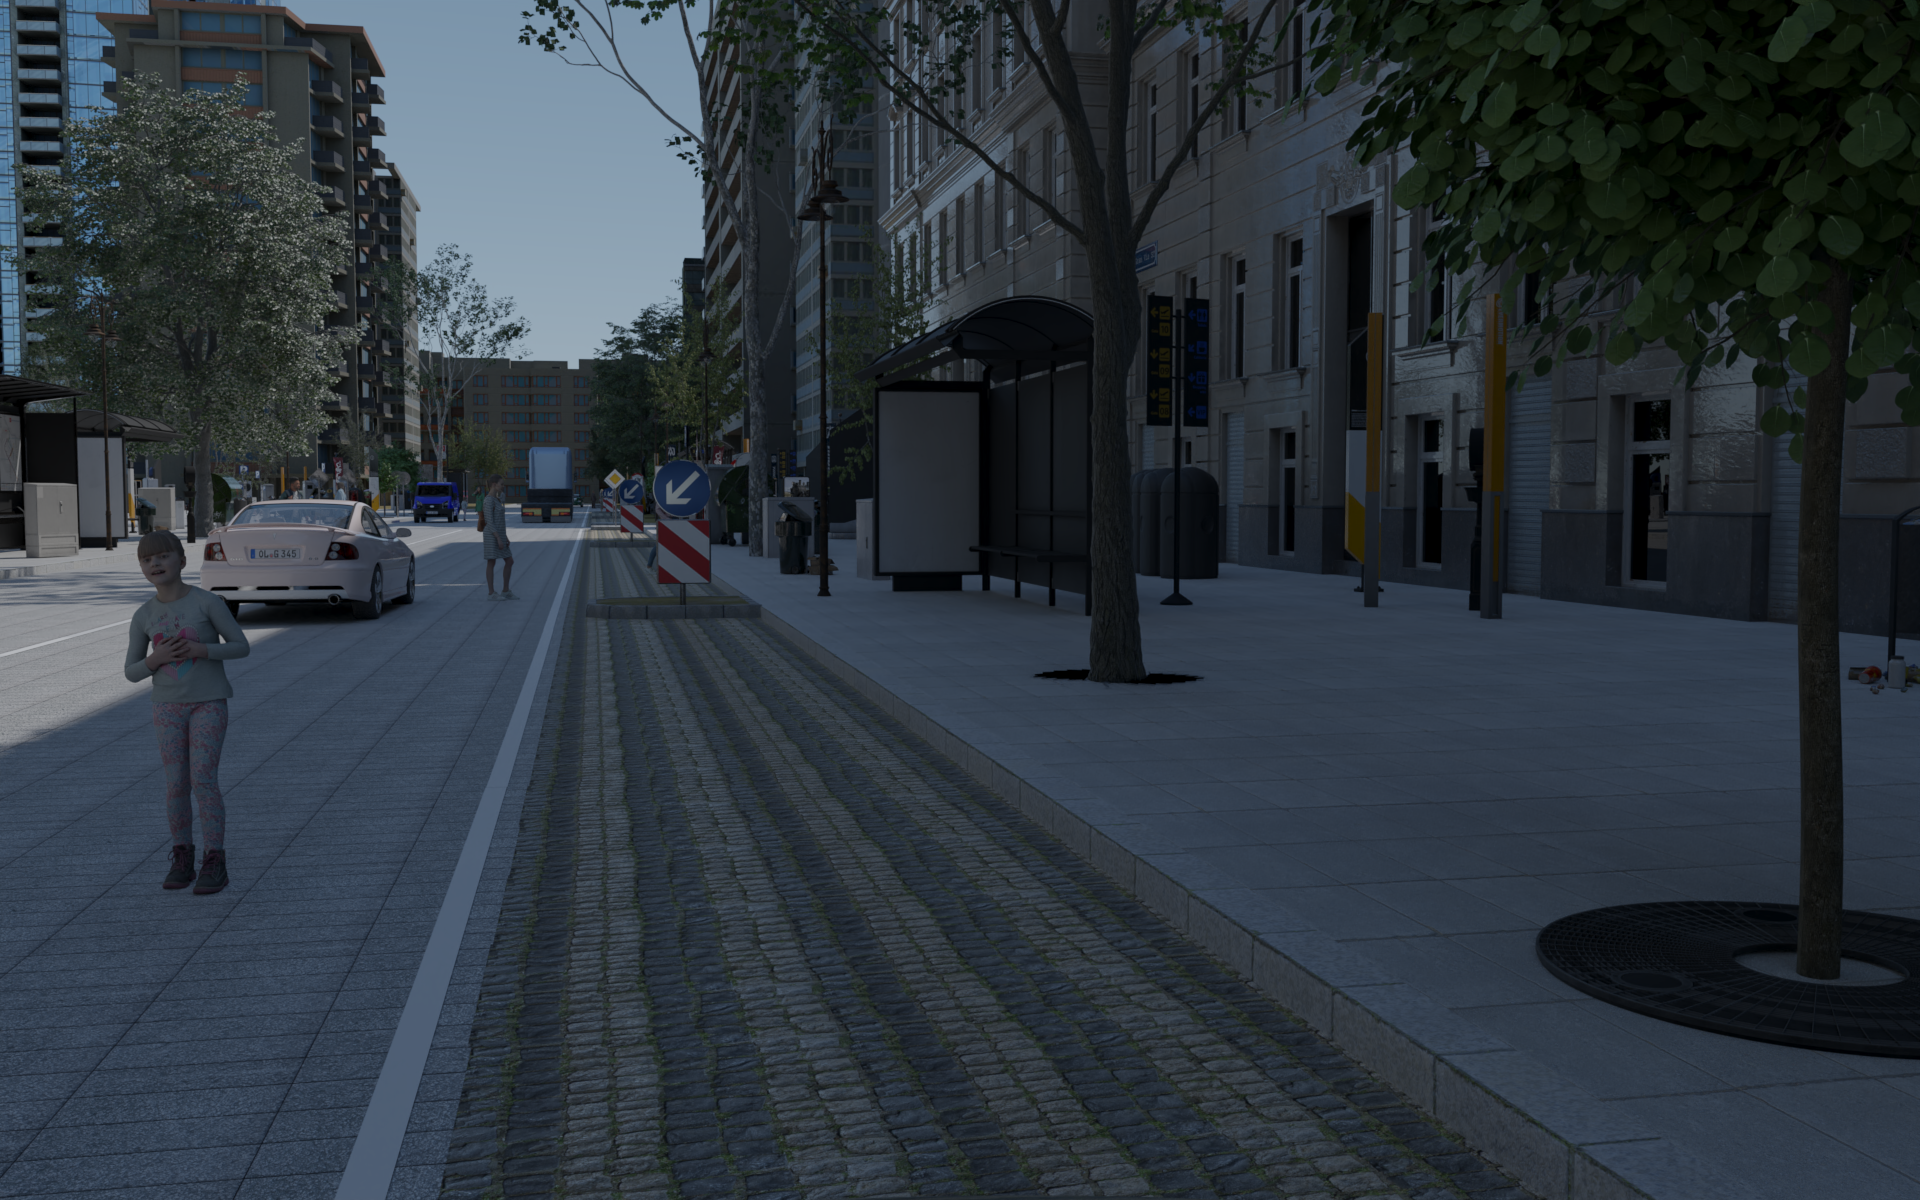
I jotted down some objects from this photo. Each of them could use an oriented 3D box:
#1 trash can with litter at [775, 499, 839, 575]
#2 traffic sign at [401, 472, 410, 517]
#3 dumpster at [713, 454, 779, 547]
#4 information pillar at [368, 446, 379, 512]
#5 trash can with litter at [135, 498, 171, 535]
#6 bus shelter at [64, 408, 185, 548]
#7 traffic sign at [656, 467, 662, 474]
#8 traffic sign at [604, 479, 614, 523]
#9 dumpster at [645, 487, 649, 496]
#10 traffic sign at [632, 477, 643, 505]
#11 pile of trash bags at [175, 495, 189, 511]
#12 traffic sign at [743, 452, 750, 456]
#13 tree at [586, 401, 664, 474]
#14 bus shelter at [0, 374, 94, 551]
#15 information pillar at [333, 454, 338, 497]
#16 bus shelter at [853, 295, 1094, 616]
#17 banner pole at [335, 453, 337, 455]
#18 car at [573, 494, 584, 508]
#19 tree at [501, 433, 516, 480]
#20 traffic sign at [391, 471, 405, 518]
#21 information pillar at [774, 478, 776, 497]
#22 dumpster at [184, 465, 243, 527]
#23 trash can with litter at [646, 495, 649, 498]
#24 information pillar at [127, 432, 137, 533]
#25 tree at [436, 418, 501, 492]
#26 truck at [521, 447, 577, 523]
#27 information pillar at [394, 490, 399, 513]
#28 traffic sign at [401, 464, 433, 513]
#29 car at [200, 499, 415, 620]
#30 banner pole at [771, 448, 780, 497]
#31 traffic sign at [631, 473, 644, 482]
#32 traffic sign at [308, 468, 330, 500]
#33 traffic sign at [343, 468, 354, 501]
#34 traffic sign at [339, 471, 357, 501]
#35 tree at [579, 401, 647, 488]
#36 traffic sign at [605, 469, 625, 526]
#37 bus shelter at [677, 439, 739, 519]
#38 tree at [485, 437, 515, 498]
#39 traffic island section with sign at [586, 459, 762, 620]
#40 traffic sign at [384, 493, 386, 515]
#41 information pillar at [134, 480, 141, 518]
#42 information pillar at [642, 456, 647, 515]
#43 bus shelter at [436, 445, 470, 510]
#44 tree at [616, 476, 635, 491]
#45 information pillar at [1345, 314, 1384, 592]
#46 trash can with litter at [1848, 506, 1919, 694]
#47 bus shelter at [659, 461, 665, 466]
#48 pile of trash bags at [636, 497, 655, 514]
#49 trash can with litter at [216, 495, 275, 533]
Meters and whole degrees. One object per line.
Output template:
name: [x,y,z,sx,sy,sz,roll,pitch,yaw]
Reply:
trash can with litter: [-2.433,-0.998,27.702,1.055,1.170,0.624,2,4,26]
traffic sign: [-31.571,-6.005,98.281,0.768,2.556,0.104,-1,4,-10]
dumpster: [-5.318,-2.477,42.987,1.502,2.255,1.985,-1,4,-12]
information pillar: [-28.730,-5.719,84.855,0.183,3.616,0.504,3,4,36]
trash can with litter: [-25.070,-2.597,53.852,1.055,1.170,0.624,0,4,6]
bus shelter: [-21.236,-3.045,43.715,2.014,3.302,5.546,-1,4,-12]
traffic sign: [-10.809,-3.737,63.227,0.606,2.300,0.079,-1,4,-10]
traffic sign: [-15.405,-4.482,76.915,0.795,2.450,0.064,-1,4,-12]
dumpster: [-25.723,-8.398,139.796,1.502,2.255,1.985,-1,4,-12]
traffic sign: [-18.507,-5.953,99.455,0.606,2.300,0.079,0,4,-7]
pile of trash bags: [-60.508,-7.693,135.531,1.912,1.369,3.447,2,4,23]
traffic sign: [-6.484,-3.235,53.005,0.768,2.556,0.104,0,4,-5]
tree: [-31.178,-14.132,165.466,7.601,10.594,8.767,2,4,30]
bus shelter: [-20.156,-2.786,36.830,1.731,3.624,6.357,-1,4,-12]
information pillar: [-36.061,-6.651,100.098,0.183,3.616,0.504,0,4,7]
bus shelter: [0.163,-1.617,20.369,2.014,3.302,5.546,-1,4,-12]
banner pole: [-37.750,-7.020,104.799,0.401,3.779,0.863,-1,4,-22]
car: [-41.335,-10.632,185.624,2.131,1.459,4.920,-1,4,-11]
tree: [-49.940,-14.109,181.038,4.737,8.622,4.395,0,3,0]
traffic sign: [-30.744,-5.783,94.650,0.768,2.556,0.104,-1,4,-9]
information pillar: [-8.797,-4.683,81.056,0.304,2.012,0.304,-3,4,-39]
dumpster: [-24.991,-3.394,57.978,1.502,2.255,1.985,-1,4,-12]
trash can with litter: [-24.079,-7.345,131.153,2.233,1.210,1.678,-3,5,-44]
information pillar: [-27.114,-3.993,56.638,0.183,3.616,0.504,-1,4,-14]
tree: [-46.876,-13.009,163.058,4.737,8.622,4.395,0,3,0]
truck: [-22.344,-6.387,94.185,2.967,4.110,18.799,-1,4,-12]
information pillar: [-37.657,-6.803,115.726,0.304,2.012,0.304,-1,4,-8]
traffic sign: [-37.358,-7.652,118.977,2.265,3.308,0.079,0,4,-5]
car: [-7.802,-0.529,21.008,2.083,1.381,4.827,-1,4,-10]
banner pole: [-10.027,-6.385,94.404,0.401,3.779,0.863,2,4,35]
traffic sign: [-19.244,-6.317,103.386,0.768,2.556,0.104,0,4,-6]
traffic sign: [-24.706,-3.864,66.812,0.795,2.450,0.064,-1,4,-12]
traffic sign: [-30.539,-5.263,86.150,0.768,2.556,0.104,0,4,-3]
traffic sign: [-26.361,-4.341,74.624,0.795,2.450,0.064,-1,4,-12]
tree: [-38.240,-17.048,195.739,9.611,12.733,9.660,0,3,0]
traffic sign: [-13.750,-4.004,69.103,0.795,2.450,0.064,-1,4,-12]
bus shelter: [-9.661,-4.425,66.276,2.014,3.302,5.546,-1,4,-12]
tree: [-56.583,-15.993,211.855,4.360,8.622,3.978,0,3,0]
traffic island section with sign: [-3.447,-0.734,20.631,1.989,1.847,2.006,-1,4,-12]
traffic sign: [-35.609,-6.549,107.184,0.768,2.556,0.104,0,4,-6]
information pillar: [-44.400,-5.444,93.493,0.304,2.012,0.304,3,4,37]
information pillar: [-19.605,-7.089,107.266,0.183,3.616,0.504,1,4,11]
bus shelter: [-42.175,-10.185,144.158,2.179,5.291,8.768,-1,4,-12]
tree: [-42.066,-16.147,214.357,4.360,8.622,3.978,0,3,0]
information pillar: [5.285,-1.911,22.597,0.504,3.616,0.183,-1,4,-14]
trash can with litter: [6.966,-0.035,11.623,2.233,1.210,1.678,0,4,1]
bus shelter: [-16.728,-6.537,100.796,2.014,3.302,5.546,-1,4,-12]
pile of trash bags: [-19.191,-6.136,110.079,1.912,1.369,3.447,2,4,23]
trash can with litter: [-23.433,-2.719,55.511,1.678,1.210,2.233,1,4,22]
